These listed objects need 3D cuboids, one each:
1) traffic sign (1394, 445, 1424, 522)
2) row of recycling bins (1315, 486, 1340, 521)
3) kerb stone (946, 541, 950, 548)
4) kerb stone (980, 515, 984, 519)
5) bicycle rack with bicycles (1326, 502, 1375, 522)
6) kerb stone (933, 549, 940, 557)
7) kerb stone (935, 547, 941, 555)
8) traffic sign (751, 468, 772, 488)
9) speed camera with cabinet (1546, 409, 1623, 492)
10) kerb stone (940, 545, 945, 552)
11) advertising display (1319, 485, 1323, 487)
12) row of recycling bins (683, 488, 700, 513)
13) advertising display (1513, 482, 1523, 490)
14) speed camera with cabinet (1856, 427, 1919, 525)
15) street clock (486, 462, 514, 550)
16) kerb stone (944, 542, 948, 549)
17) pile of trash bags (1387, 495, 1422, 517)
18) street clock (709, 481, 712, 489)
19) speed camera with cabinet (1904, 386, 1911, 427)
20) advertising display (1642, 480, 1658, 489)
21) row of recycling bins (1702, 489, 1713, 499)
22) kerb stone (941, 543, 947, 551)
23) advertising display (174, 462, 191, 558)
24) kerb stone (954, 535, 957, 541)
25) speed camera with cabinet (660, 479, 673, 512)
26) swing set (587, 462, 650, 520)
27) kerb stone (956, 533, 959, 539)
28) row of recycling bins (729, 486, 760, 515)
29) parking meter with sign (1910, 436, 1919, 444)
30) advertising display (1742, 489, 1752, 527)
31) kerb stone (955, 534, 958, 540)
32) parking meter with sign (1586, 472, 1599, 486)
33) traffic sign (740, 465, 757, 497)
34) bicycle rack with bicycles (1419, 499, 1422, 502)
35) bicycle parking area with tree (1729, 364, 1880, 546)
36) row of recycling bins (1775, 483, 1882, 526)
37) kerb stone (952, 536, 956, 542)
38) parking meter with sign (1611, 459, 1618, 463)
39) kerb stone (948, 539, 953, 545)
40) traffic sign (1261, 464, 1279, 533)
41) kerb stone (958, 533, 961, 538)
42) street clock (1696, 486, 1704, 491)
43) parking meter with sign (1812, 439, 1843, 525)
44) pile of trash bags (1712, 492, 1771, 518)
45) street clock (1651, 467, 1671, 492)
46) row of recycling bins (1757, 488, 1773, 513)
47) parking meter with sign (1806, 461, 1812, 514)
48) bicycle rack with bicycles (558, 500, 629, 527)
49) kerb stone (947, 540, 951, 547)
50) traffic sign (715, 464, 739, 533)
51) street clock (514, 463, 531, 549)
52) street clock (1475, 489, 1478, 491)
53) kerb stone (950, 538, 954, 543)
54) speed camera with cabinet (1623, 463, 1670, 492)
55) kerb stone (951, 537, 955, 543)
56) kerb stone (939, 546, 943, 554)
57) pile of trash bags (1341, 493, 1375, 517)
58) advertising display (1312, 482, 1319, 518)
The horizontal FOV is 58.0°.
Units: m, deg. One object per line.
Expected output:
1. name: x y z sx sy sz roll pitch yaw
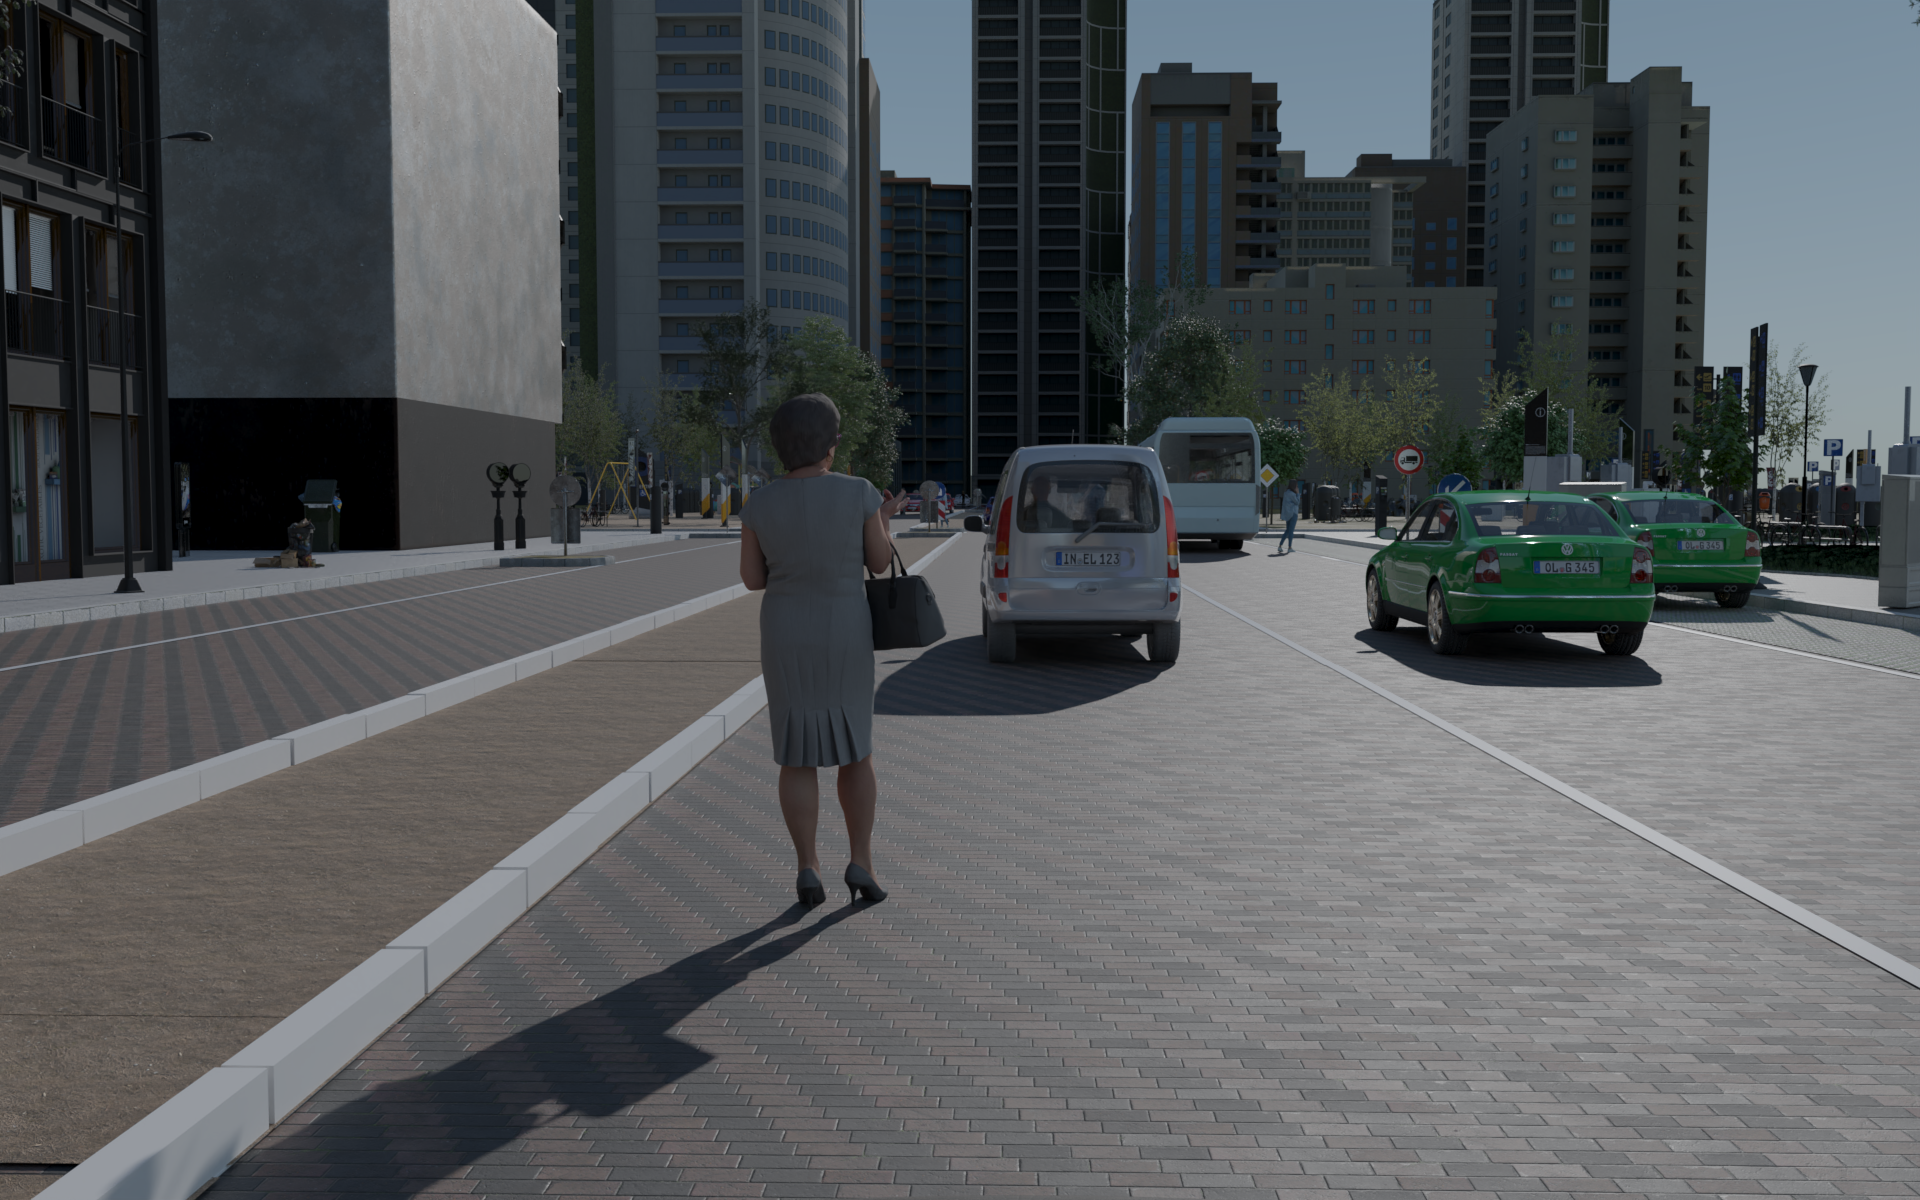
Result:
1. traffic sign: 11.660 -2.748 45.043 0.768 2.556 0.104 1 4 9
2. row of recycling bins: 18.165 -4.786 85.356 1.069 1.692 3.534 1 4 19
3. kerb stone: -0.405 -1.355 44.375 0.120 0.150 1.000 0 4 2
4. kerb stone: 1.500 -5.275 108.459 0.120 0.150 1.000 0 4 2
5. bicycle rack with bicycles: 18.545 -4.143 81.125 2.925 0.926 2.852 0 4 -8
6. kerb stone: -0.586 -0.980 38.222 0.120 0.150 1.000 0 4 2
7. kerb stone: -0.563 -1.043 39.244 0.120 0.150 1.000 0 4 2
8. traffic sign: -7.502 -3.785 65.535 0.795 2.450 0.064 0 4 2
9. speed camera with cabinet: 14.616 -2.840 40.770 2.038 3.252 0.660 -2 4 -35
10. kerb stone: -0.505 -1.168 41.297 0.120 0.150 1.000 0 4 2
11. advertising display: 24.549 -6.877 117.652 0.974 1.923 0.123 -3 5 -41
12. row of recycling bins: -18.809 -6.919 120.231 1.069 1.692 3.534 0 4 7
13. advertising display: 30.222 -5.387 93.284 0.974 1.923 0.123 -1 4 -21
14. speed camera with cabinet: 28.766 -3.610 53.357 2.038 3.252 0.660 2 4 29
15. street clock: -10.514 -2.133 39.451 0.471 2.002 0.358 -2 4 -32
16. kerb stone: -0.435 -1.294 43.345 0.120 0.150 1.000 0 4 2
17. pile of trash bags: 26.192 -5.463 99.070 3.447 1.369 1.912 0 4 -2
18. street clock: -13.974 -5.594 96.031 0.471 2.002 0.358 -1 4 -22
19. speed camera with cabinet: 17.770 -2.259 31.277 0.660 3.252 2.038 -1 4 -16
20. advertising display: 32.025 -4.589 80.238 0.123 1.923 0.974 -2 4 -31
21. row of recycling bins: 58.290 -7.838 135.264 3.534 1.692 1.069 1 4 23
22. kerb stone: -0.467 -1.231 42.324 0.120 0.150 1.000 0 4 2
23. advertising display: -15.872 -1.846 35.389 0.123 1.923 0.974 -1 4 -15
24. kerb stone: -0.225 -1.732 50.516 0.120 0.150 1.000 0 4 2
25. speed camera with cabinet: -18.529 -6.792 105.392 2.038 3.252 0.660 1 4 10
26. swing set: -16.925 -5.419 86.222 2.862 2.851 3.119 1 4 12
27. kerb stone: -0.167 -1.856 52.559 0.120 0.150 1.000 0 4 2
28. row of recycling bins: -13.074 -6.085 106.602 1.069 1.692 3.534 2 4 33
29. parking meter with sign: 28.466 -3.370 51.363 0.543 3.016 1.738 2 4 25
30. advertising display: 29.915 -3.699 65.684 0.974 1.923 0.123 -3 4 -37
31. kerb stone: -0.199 -1.795 51.538 0.120 0.150 1.000 0 4 2
32. parking meter with sign: 50.144 -8.567 136.332 0.543 3.016 1.738 -3 4 -36
33. traffic sign: -9.233 -4.623 75.689 0.768 2.556 0.104 0 4 6
34. bicycle rack with bicycles: 34.800 -7.243 131.803 2.852 0.926 2.925 1 4 19
35. bicycle parking area with tree: 21.317 -3.168 38.798 8.231 4.147 9.016 0 4 7
36. row of recycling bins: 32.462 -3.512 64.539 3.534 1.692 1.069 1 4 16
37. kerb stone: -0.261 -1.670 49.492 0.120 0.150 1.000 0 4 2
38. parking meter with sign: 32.217 -5.422 84.908 0.543 3.016 1.738 1 4 19
39. kerb stone: -0.344 -1.476 46.423 0.120 0.150 1.000 0 4 2
40. traffic sign: 10.097 -3.264 57.006 0.795 2.450 0.064 0 4 2
41. kerb stone: -0.127 -1.915 53.580 0.120 0.150 1.000 0 4 2
42. street clock: 41.015 -5.594 96.025 0.471 2.002 0.358 1 4 15
43. parking meter with sign: 27.864 -3.629 55.598 0.543 3.016 1.738 1 4 18
44. pile of trash bags: 42.196 -5.164 94.190 3.447 1.369 1.912 1 4 21
45. street clock: 18.903 -2.578 46.728 0.471 2.002 0.358 -1 4 -21
46. row of recycling bins: 55.787 -6.924 120.316 1.069 1.692 3.534 0 4 -2
47. parking meter with sign: 43.615 -5.599 87.797 0.543 3.016 1.738 -2 4 -24
48. bicycle rack with bicycles: -14.940 -3.349 68.136 2.852 0.926 2.925 2 4 27
49. kerb stone: -0.375 -1.414 45.398 0.120 0.150 1.000 0 4 2
50. traffic sign: -7.738 -3.297 57.553 0.795 2.450 0.064 0 4 2
51. street clock: -10.319 -2.205 40.622 0.471 2.002 0.358 -3 5 -42
52. street clock: 33.376 -6.588 112.284 0.471 2.002 0.358 2 4 28
53. kerb stone: -0.312 -1.543 47.444 0.120 0.150 1.000 0 4 2
54. speed camera with cabinet: 20.137 -3.505 51.641 2.038 3.252 0.660 -1 4 -16
55. kerb stone: -0.291 -1.607 48.466 0.120 0.150 1.000 0 4 2
56. kerb stone: -0.525 -1.106 40.274 0.120 0.150 1.000 0 4 2
57. pile of trash bags: 21.255 -5.220 95.100 3.447 1.369 1.912 -2 4 -27
58. advertising display: 19.402 -5.486 94.913 0.123 1.923 0.974 0 4 4
